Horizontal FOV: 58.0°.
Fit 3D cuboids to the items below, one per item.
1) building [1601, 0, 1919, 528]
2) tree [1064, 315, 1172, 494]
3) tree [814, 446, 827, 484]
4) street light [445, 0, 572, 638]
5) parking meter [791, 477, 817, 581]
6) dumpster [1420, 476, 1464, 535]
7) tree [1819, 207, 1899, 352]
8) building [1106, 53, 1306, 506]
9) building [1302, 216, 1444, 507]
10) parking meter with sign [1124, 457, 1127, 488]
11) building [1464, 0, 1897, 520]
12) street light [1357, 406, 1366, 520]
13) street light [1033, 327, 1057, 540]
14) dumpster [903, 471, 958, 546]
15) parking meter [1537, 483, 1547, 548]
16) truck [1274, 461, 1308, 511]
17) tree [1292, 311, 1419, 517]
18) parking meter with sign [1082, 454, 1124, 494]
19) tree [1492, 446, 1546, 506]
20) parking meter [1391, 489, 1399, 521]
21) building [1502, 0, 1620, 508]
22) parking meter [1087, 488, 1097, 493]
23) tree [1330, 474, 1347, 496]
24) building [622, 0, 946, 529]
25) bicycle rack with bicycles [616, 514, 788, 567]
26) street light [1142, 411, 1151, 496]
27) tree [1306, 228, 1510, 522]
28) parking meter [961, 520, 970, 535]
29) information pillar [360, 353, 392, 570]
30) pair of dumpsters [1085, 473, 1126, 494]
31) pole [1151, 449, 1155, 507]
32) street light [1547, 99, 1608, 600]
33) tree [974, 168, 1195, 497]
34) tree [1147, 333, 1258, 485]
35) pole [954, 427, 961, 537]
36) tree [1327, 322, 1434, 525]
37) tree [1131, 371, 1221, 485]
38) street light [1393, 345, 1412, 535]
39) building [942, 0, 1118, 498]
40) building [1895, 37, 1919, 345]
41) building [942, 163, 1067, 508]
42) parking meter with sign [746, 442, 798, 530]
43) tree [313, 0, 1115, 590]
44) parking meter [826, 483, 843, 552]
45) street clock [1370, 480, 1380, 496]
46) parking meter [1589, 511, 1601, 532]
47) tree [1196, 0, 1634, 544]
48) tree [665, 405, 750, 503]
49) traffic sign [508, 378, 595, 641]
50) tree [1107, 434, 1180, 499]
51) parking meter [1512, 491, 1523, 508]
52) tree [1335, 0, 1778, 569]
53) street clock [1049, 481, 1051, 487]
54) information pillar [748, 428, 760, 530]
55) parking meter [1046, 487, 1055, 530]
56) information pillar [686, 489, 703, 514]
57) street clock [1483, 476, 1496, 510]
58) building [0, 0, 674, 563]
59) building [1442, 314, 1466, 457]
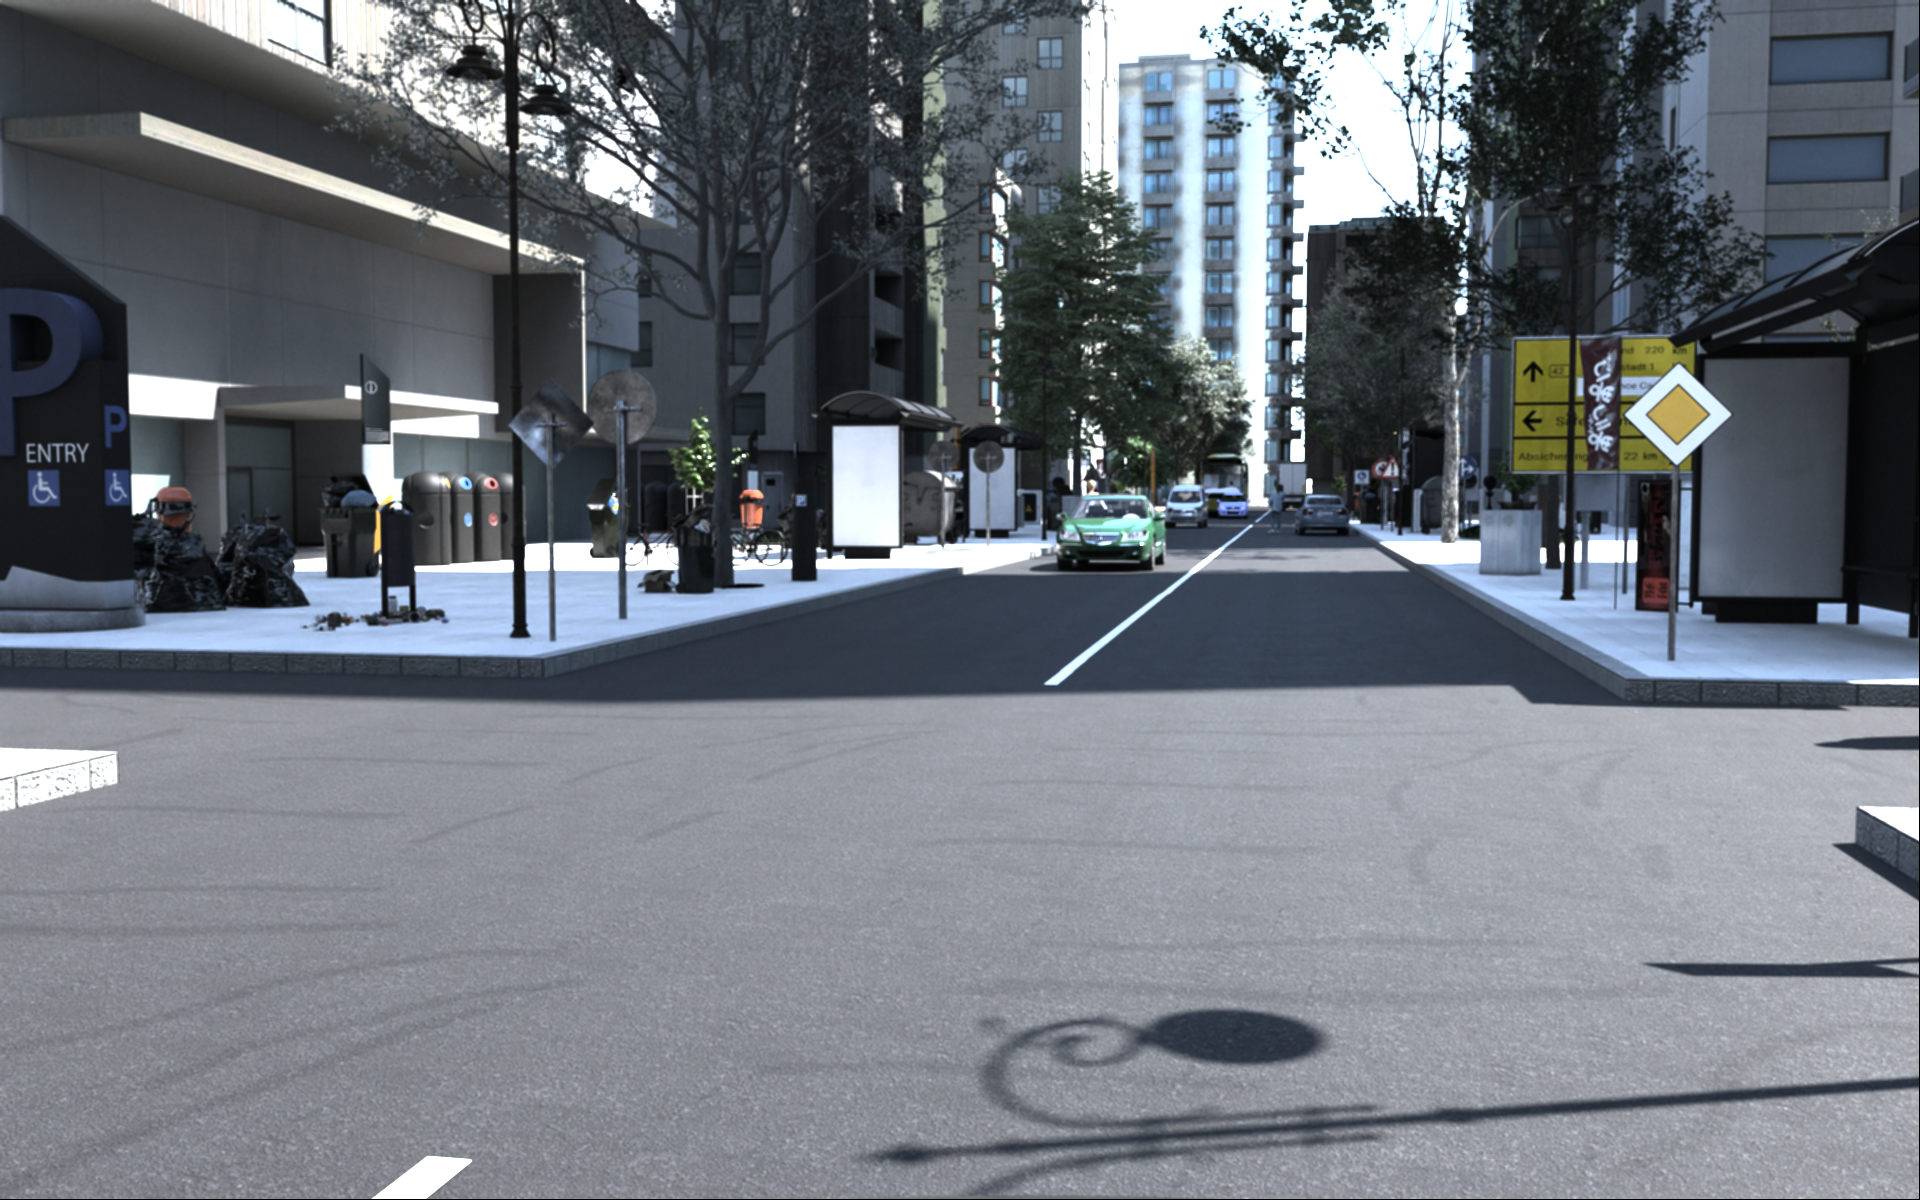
[{"bbox_3d":[35.934,-31.931,64.078,21.231,58.520,28.212,1,4,11],"label":"building"},{"bbox_3d":[6.052,-7.237,68.694,4.737,8.622,4.395,0,3,0],"label":"tree"},{"bbox_3d":[-3.818,-3.920,58.699,1.663,3.219,1.824,0,3,0],"label":"tree"},{"bbox_3d":[-3.945,-2.603,15.355,0.468,5.910,1.993,1,4,11],"label":"street light"},{"bbox_3d":[-2.309,-1.053,25.632,0.372,1.533,0.369,0,3,0],"label":"parking meter"},{"bbox_3d":[15.396,-3.029,55.284,1.264,1.857,1.865,1,4,11],"label":"dumpster"},{"bbox_3d":[23.928,-5.746,44.306,4.360,8.622,3.978,0,3,0],"label":"tree"},{"bbox_3d":[22.491,-34.970,191.359,30.456,49.044,23.786,1,4,11],"label":"building"},{"bbox_3d":[43.462,-25.154,182.974,14.107,30.474,14.160,1,4,11],"label":"building"},{"bbox_3d":[7.003,-5.265,82.348,1.738,3.016,0.543,1,4,15],"label":"parking meter with sign"},{"bbox_3d":[43.779,-34.820,111.304,21.231,58.520,28.212,1,4,11],"label":"building"},{"bbox_3d":[20.008,-6.963,86.633,0.468,5.910,1.993,1,4,11],"label":"street light"},{"bbox_3d":[2.351,-4.611,48.172,0.468,5.910,1.993,1,4,11],"label":"street light"},{"bbox_3d":[-0.830,-2.302,43.395,1.264,1.857,1.865,1,4,11],"label":"dumpster"},{"bbox_3d":[13.842,-1.991,40.966,0.372,1.533,0.369,0,3,0],"label":"parking meter"},{"bbox_3d":[28.879,-9.911,150.960,2.839,4.237,11.283,1,4,10],"label":"truck"},{"bbox_3d":[22.409,-10.539,98.069,9.928,11.665,9.643,0,3,0],"label":"tree"},{"bbox_3d":[6.143,-4.817,75.018,1.738,3.016,0.543,-2,4,-34],"label":"parking meter with sign"},{"bbox_3d":[20.775,-4.267,64.365,1.663,3.219,1.824,0,3,0],"label":"tree"},{"bbox_3d":[20.093,-4.374,79.919,0.372,1.533,0.369,0,3,0],"label":"parking meter"},{"bbox_3d":[35.955,-19.563,91.556,14.160,30.474,14.107,1,4,11],"label":"building"},{"bbox_3d":[5.071,-3.550,66.445,0.372,1.533,0.369,0,3,0],"label":"parking meter"},{"bbox_3d":[35.724,-10.260,162.359,1.663,3.219,1.824,0,3,0],"label":"tree"},{"bbox_3d":[-8.778,-18.202,69.312,14.160,30.474,14.107,1,4,11],"label":"building"},{"bbox_3d":[-4.342,-1.091,31.218,2.925,0.926,2.852,2,4,25],"label":"bicycle rack with bicycles"},{"bbox_3d":[8.659,-6.618,80.987,0.468,5.910,1.993,1,4,11],"label":"street light"},{"bbox_3d":[19.501,-10.294,78.671,12.009,13.543,11.850,0,3,0],"label":"tree"},{"bbox_3d":[0.133,-2.845,54.924,0.372,1.533,0.369,0,3,0],"label":"parking meter"},{"bbox_3d":[-9.790,-2.305,29.040,0.183,3.616,0.504,3,5,45],"label":"information pillar"},{"bbox_3d":[6.568,-4.647,78.469,1.574,2.255,4.437,1,4,11],"label":"pair of dumpsters"},{"bbox_3d":[8.787,-5.202,78.892,0.158,3.312,0.155,0,3,0],"label":"pole"},{"bbox_3d":[7.365,-2.938,20.816,0.468,5.910,1.993,1,4,11],"label":"street light"},{"bbox_3d":[4.287,-8.701,60.396,7.486,12.596,7.792,0,3,0],"label":"tree"},{"bbox_3d":[18.777,-14.029,136.034,9.857,13.997,8.962,0,3,0],"label":"tree"},{"bbox_3d":[-0.073,-3.526,51.492,0.158,3.312,0.155,0,3,0],"label":"pole"},{"bbox_3d":[17.334,-7.394,71.256,4.360,8.622,3.978,0,3,0],"label":"tree"},{"bbox_3d":[15.083,-11.446,121.555,7.601,10.594,8.767,1,4,21],"label":"tree"},{"bbox_3d":[13.719,-4.956,53.815,0.468,5.910,1.993,1,4,11],"label":"street light"},{"bbox_3d":[-1.054,-34.021,145.486,27.495,52.752,28.713,1,4,11],"label":"building"},{"bbox_3d":[23.877,-22.903,24.571,14.200,45.320,14.600,1,4,11],"label":"building"},{"bbox_3d":[-8.985,-16.047,107.416,27.650,21.520,28.899,1,4,11],"label":"building"},{"bbox_3d":[-6.321,-3.793,58.274,1.738,3.016,0.543,-1,4,-9],"label":"parking meter with sign"},{"bbox_3d":[-3.142,-6.918,23.479,12.009,13.543,11.850,0,3,0],"label":"tree"},{"bbox_3d":[-2.794,-1.846,38.595,0.372,1.533,0.369,0,3,0],"label":"parking meter"},{"bbox_3d":[20.706,-5.007,86.439,0.358,2.002,0.471,-1,4,-23],"label":"street clock"},{"bbox_3d":[21.053,-2.996,57.390,0.372,1.533,0.369,0,3,0],"label":"parking meter"},{"bbox_3d":[11.261,-11.489,43.728,12.611,20.169,13.585,0,3,0],"label":"tree"},{"bbox_3d":[-5.715,-2.648,37.897,1.663,3.219,1.824,0,3,0],"label":"tree"},{"bbox_3d":[-3.547,-0.697,15.031,0.795,2.450,0.064,1,4,11],"label":"traffic sign"},{"bbox_3d":[10.371,-6.797,94.843,4.285,4.588,4.351,0,3,0],"label":"tree"},{"bbox_3d":[19.133,-3.124,59.485,0.372,1.533,0.369,0,3,0],"label":"parking meter"},{"bbox_3d":[9.850,-5.806,29.337,7.601,10.594,8.767,-1,4,-16],"label":"tree"},{"bbox_3d":[4.619,-4.918,84.985,0.471,2.002,0.358,1,4,21],"label":"street clock"},{"bbox_3d":[-7.353,-4.293,61.551,0.183,3.616,0.504,2,4,31],"label":"information pillar"},{"bbox_3d":[3.243,-3.236,61.325,0.372,1.533,0.369,0,3,0],"label":"parking meter"},{"bbox_3d":[-6.808,-2.442,44.422,0.304,2.012,0.304,3,5,39],"label":"information pillar"},{"bbox_3d":[21.106,-3.942,69.029,0.471,2.002,0.358,-2,4,-24],"label":"street clock"},{"bbox_3d":[-23.034,-27.507,38.984,28.713,52.752,27.495,1,4,11],"label":"building"},{"bbox_3d":[65.665,-20.785,184.874,28.899,21.520,27.650,1,4,11],"label":"building"}]
